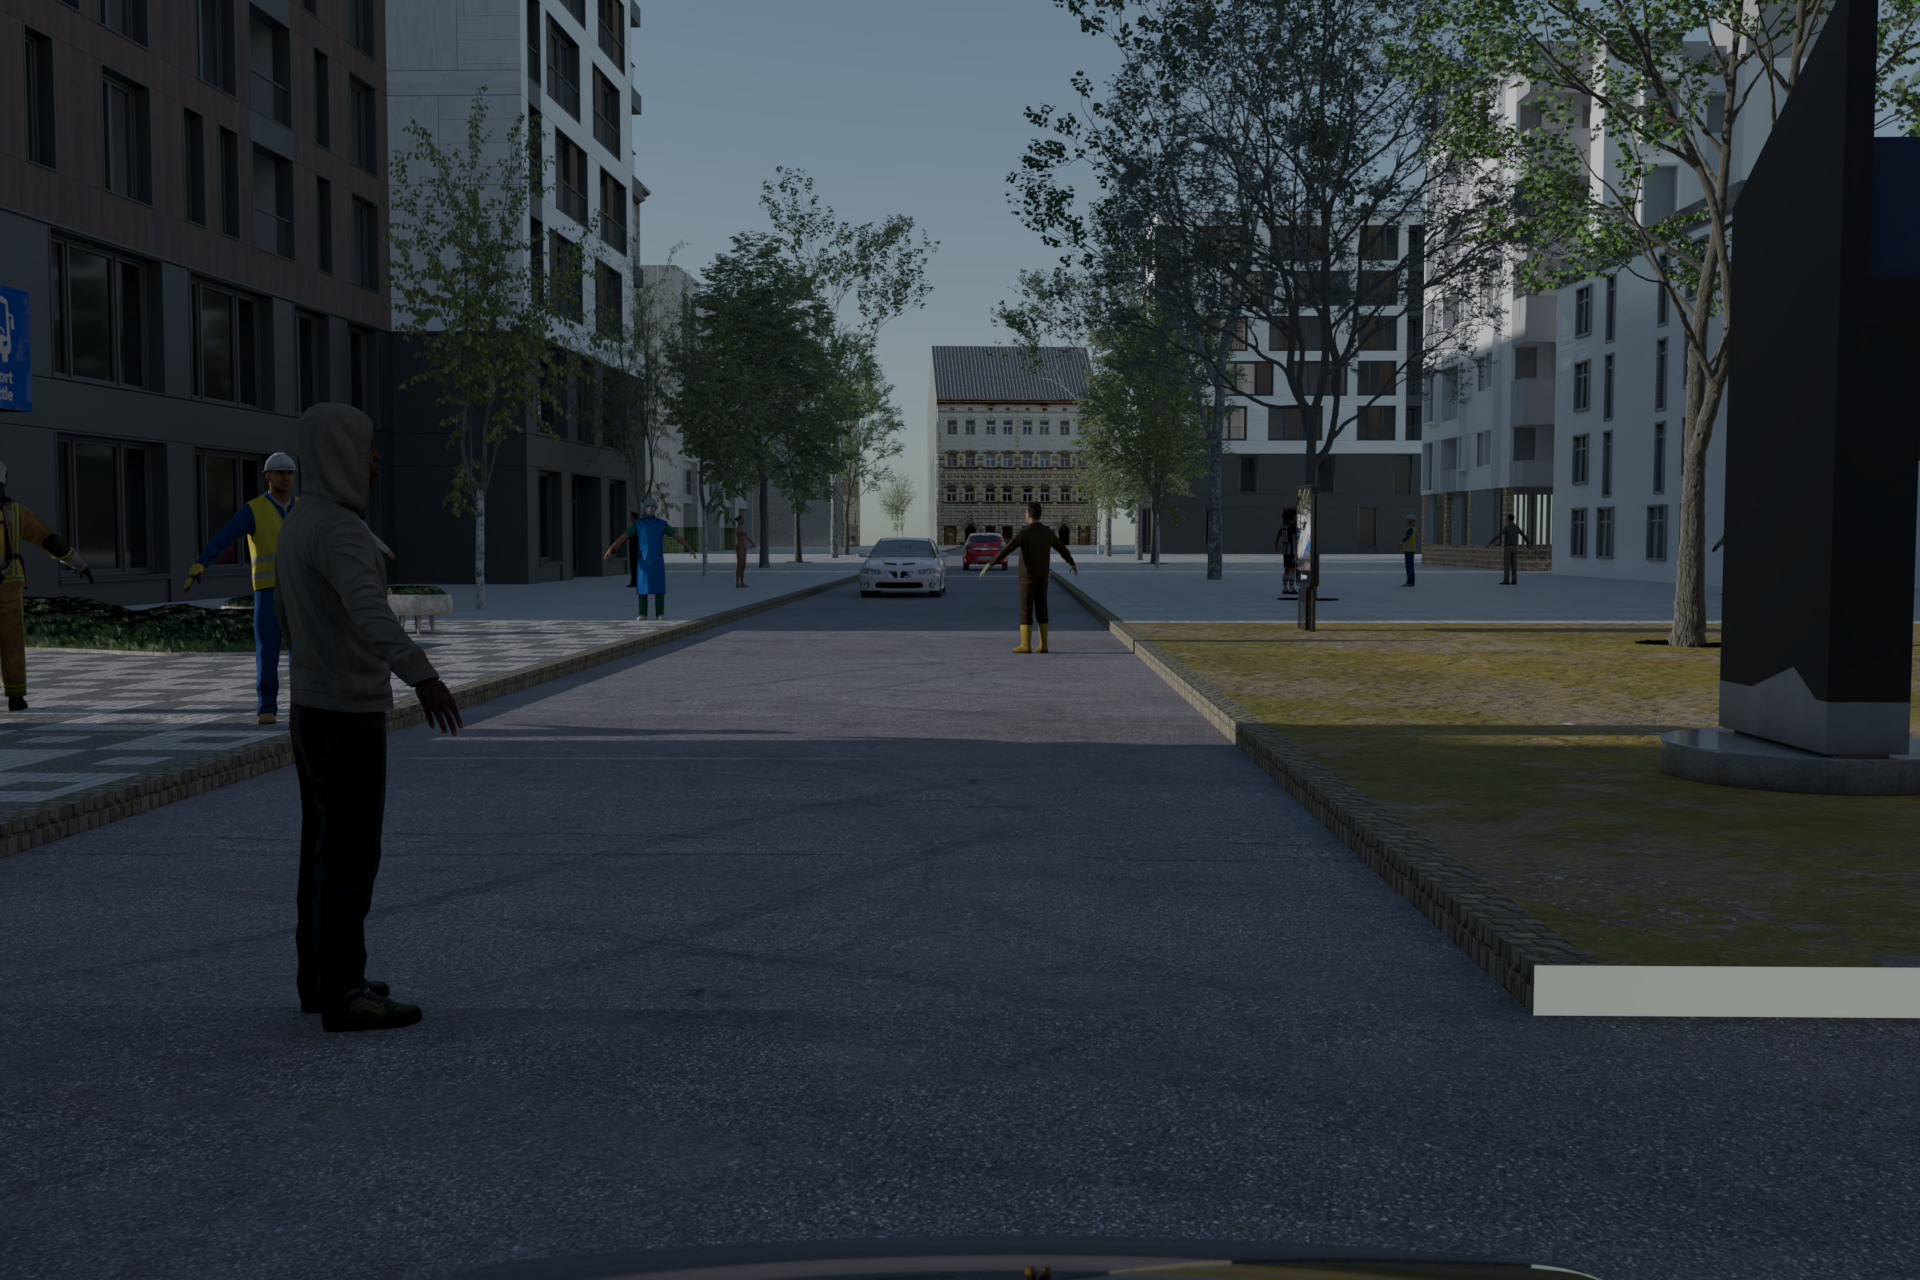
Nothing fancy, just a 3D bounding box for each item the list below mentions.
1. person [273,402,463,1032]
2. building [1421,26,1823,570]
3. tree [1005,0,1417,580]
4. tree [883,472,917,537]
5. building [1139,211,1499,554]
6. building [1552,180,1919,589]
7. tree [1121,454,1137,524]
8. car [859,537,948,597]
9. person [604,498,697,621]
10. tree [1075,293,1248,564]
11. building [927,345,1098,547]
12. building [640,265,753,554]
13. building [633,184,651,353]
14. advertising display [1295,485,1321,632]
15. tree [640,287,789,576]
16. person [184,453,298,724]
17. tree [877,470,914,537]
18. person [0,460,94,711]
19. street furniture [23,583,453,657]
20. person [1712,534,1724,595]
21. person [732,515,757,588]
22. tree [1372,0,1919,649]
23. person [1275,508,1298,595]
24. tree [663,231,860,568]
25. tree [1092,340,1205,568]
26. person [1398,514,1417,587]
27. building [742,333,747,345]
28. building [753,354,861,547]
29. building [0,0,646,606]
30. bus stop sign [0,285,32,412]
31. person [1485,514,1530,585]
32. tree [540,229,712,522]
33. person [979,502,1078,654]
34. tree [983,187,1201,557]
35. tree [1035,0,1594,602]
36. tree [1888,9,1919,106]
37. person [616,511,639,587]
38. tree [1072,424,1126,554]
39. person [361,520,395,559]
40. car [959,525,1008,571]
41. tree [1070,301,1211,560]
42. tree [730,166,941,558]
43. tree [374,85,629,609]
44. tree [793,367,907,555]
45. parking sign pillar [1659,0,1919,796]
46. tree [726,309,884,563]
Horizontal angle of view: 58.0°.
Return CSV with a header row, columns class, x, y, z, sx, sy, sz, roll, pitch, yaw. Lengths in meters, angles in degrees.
class,x,y,z,sx,sy,sz,roll,pitch,yaw
person,-1.801,0.213,5.108,0.705,1.813,1.348,-2,4,-35
building,24.424,-13.125,71.015,16.016,20.090,11.380,0,4,1
tree,7.146,-11.869,49.941,12.611,20.169,13.585,0,3,0
tree,-6.540,-15.496,203.715,4.360,8.622,3.978,0,3,0
building,26.775,-17.259,126.163,27.936,21.610,32.646,0,4,1
building,23.035,-6.060,41.228,9.099,9.664,28.070,0,4,1
tree,22.694,-17.842,198.376,9.857,13.997,8.962,0,3,0
car,-1.299,-1.740,40.803,2.083,1.381,4.827,0,4,1
person,-4.595,-1.199,25.737,1.347,1.817,0.704,-1,4,-8
tree,8.403,-9.039,73.536,9.928,11.665,9.643,0,3,0
building,5.728,-22.509,201.408,18.063,23.208,19.493,0,4,-4
building,-26.381,-16.122,130.052,16.747,18.905,31.486,0,4,2
building,-23.684,-14.498,67.967,19.493,23.208,18.063,0,4,2
advertising display,4.628,-1.092,23.075,0.123,1.923,0.974,0,4,0
tree,-7.494,-6.236,52.326,4.737,8.622,4.395,0,3,0
person,-4.608,-0.357,11.811,1.349,1.833,0.705,-3,5,-41
tree,-6.938,-15.138,197.874,4.360,8.622,3.978,0,3,0
person,-7.014,-0.415,12.550,1.354,1.858,0.705,-2,4,-34
street furniture,-11.287,-0.339,21.175,10.072,0.657,5.734,1,4,12
person,16.004,-1.841,35.875,0.705,1.856,1.354,0,4,-2
person,-5.182,-2.125,41.542,0.721,1.733,1.217,1,4,17
tree,8.546,-5.735,19.517,9.928,11.665,9.643,0,3,0
person,7.047,-1.878,36.856,0.704,1.843,1.345,-2,4,-24
tree,-7.862,-9.030,65.774,7.486,12.596,7.792,0,3,0
tree,7.277,-6.999,64.792,4.737,8.622,4.395,0,3,0
person,10.900,-2.189,42.256,0.721,1.772,1.216,2,4,29
building,-24.858,-17.994,150.626,16.016,20.090,11.380,0,4,1
building,-20.309,-21.117,176.187,19.493,23.208,18.063,0,4,2
building,-24.963,-12.094,41.717,27.936,21.610,32.646,0,4,2
bus stop sign,-6.709,-1.366,11.345,0.837,3.901,0.837,0,4,1
person,13.923,-2.299,43.864,1.348,1.796,0.705,-1,4,-21
tree,-7.462,-5.572,41.460,4.360,8.622,3.978,0,3,0
person,0.874,-0.750,20.861,1.346,1.812,0.704,-2,4,-27
tree,7.621,-14.758,97.187,12.611,20.169,13.585,0,3,0
tree,6.840,-7.511,33.181,12.009,13.543,11.850,0,3,0
tree,8.573,-3.789,12.310,4.360,8.622,3.978,0,3,0
person,-7.876,-2.200,41.899,0.705,1.837,1.347,1,4,20
tree,8.925,-9.802,110.628,4.737,8.622,4.395,0,3,0
person,-9.185,-1.232,26.329,1.347,1.806,0.705,2,4,24
car,1.024,-3.690,69.376,2.155,1.783,4.494,0,4,1
tree,8.977,-10.163,84.298,7.486,12.596,7.792,0,3,0
tree,-8.161,-14.436,91.910,12.611,20.169,13.585,0,3,0
tree,-8.058,-4.844,29.570,4.737,8.622,4.395,0,3,0
tree,-6.830,-11.012,105.804,9.928,11.665,9.643,0,3,0
parking sign pillar,4.492,-1.260,9.074,1.447,3.967,1.447,0,4,2
tree,-7.212,-9.297,77.756,9.928,11.665,9.643,0,3,0
